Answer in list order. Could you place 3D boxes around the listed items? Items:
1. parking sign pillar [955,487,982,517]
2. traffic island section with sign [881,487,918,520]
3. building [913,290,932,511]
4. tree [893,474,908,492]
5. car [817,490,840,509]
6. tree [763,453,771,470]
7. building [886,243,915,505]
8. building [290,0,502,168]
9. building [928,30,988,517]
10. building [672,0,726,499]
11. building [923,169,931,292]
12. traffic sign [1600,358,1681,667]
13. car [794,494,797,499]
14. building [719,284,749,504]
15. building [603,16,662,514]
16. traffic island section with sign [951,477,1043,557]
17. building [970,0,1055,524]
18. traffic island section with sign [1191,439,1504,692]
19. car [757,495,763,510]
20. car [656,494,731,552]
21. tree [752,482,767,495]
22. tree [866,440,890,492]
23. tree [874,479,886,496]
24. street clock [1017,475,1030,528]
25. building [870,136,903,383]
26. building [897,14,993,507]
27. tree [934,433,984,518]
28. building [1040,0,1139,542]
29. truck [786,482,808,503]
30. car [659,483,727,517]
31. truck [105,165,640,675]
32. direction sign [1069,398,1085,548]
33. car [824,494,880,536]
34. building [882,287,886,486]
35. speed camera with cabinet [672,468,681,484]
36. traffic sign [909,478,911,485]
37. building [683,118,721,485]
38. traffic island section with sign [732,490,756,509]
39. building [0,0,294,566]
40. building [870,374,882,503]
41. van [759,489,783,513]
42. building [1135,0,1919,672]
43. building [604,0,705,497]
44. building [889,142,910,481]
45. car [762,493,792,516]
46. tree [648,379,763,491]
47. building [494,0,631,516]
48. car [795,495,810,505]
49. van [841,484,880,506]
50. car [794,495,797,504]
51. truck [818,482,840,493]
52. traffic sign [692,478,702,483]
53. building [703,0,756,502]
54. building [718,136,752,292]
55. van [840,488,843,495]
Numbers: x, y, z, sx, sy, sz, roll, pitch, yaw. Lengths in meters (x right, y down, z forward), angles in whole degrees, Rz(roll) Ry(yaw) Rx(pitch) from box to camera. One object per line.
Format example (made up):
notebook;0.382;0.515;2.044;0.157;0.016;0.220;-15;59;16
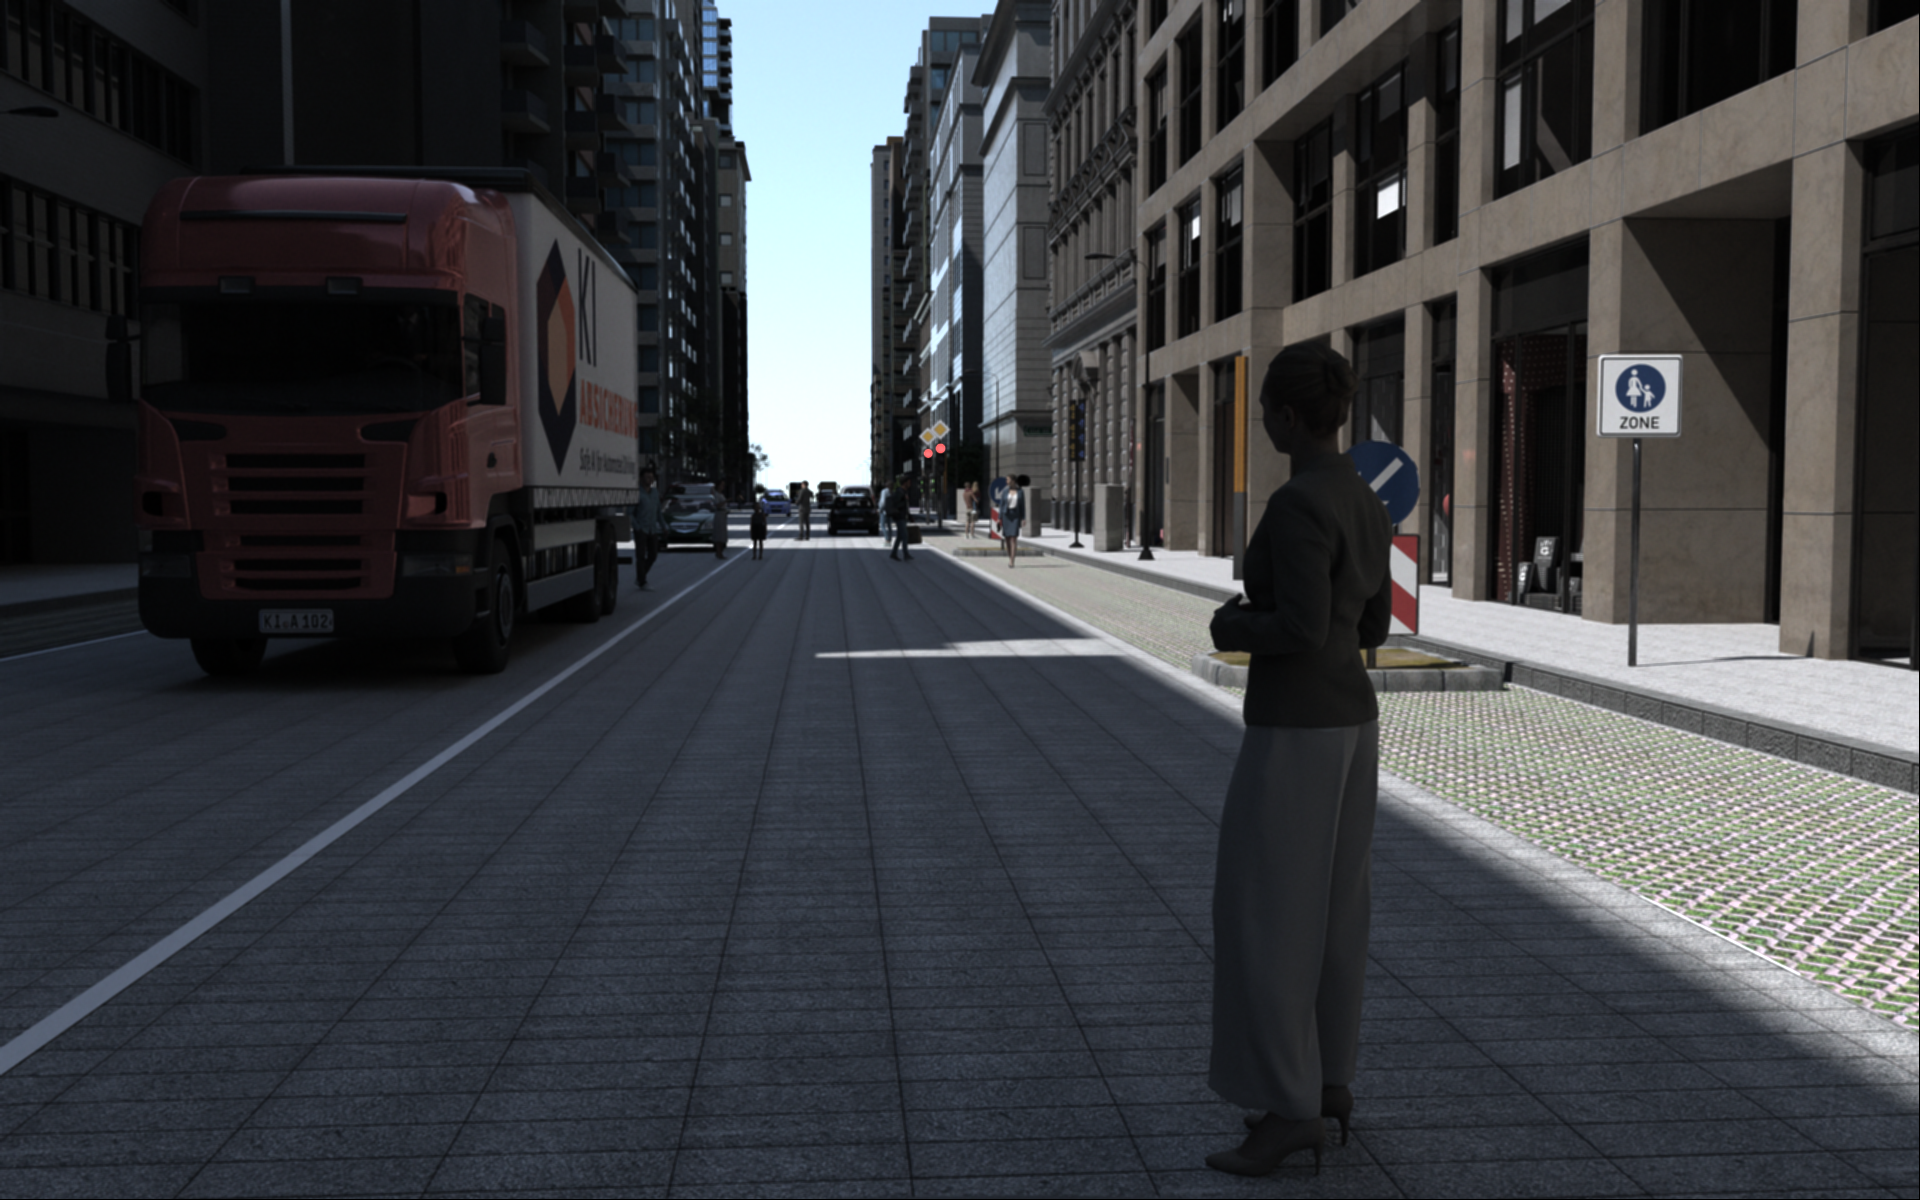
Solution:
parking sign pillar;0.473;-6.587;96.167;1.447;3.967;1.447;-2;4;-34
traffic island section with sign;-3.368;-5.315;95.531;1.989;1.847;2.006;0;4;-4
building;1.966;-16.725;138.075;10.561;19.102;19.286;0;4;-4
tree;-5.202;-9.809;154.975;1.663;3.219;1.824;0;3;0
car;-12.684;-9.718;167.565;2.281;1.827;5.304;0;4;-3
tree;-28.160;-17.496;220.474;8.767;10.594;7.601;-1;4;-16
building;-0.964;-26.267;201.171;14.160;30.474;14.107;0;4;-4
building;-23.870;-13.815;55.558;15.834;23.373;12.332;0;4;-4
building;4.358;-20.500;112.674;11.434;29.767;29.804;0;4;-4
building;-37.827;-46.557;199.452;20.563;71.187;20.611;0;4;-4
building;3.597;-23.560;156.909;14.160;30.474;14.107;0;4;-4
traffic sign;5.003;-0.654;12.823;0.606;2.300;0.079;0;4;3
car;-25.309;-16.140;273.680;2.009;1.686;4.222;0;4;-3
building;-36.407;-28.473;237.231;14.160;30.474;14.107;0;4;-4
building;-37.393;-26.096;118.551;32.217;40.220;23.993;0;4;-4
traffic island section with sign;0.824;-1.935;40.272;1.989;1.847;2.006;0;4;-4
building;23.161;-18.747;82.927;44.131;29.872;17.030;0;4;-4
traffic island section with sign;2.860;-0.290;13.363;1.989;1.847;2.006;0;4;-4
car;-17.341;-8.841;156.904;2.083;1.381;4.827;0;4;-5
car;-6.954;-2.001;44.522;2.131;1.459;4.920;0;4;-6
tree;-29.823;-16.015;256.446;1.663;3.219;1.824;0;3;0
tree;-10.515;-17.253;232.441;4.360;8.622;3.978;0;3;0
tree;-9.906;-13.477;214.950;1.663;3.219;1.824;0;3;0
street clock;2.370;-3.683;64.794;0.471;2.002;0.358;2;4;29
building;-4.397;-45.852;291.678;21.231;58.520;28.212;0;4;-4
building;5.627;-34.201;178.799;23.786;49.044;30.456;0;4;-4
tree;0.371;-6.651;92.462;4.285;4.588;4.351;0;3;0
building;8.817;-13.784;54.252;11.050;23.489;19.941;0;4;-4
truck;-26.786;-17.722;285.669;3.469;3.379;9.791;0;4;-4
car;-8.905;-2.984;57.468;2.281;1.827;5.304;0;4;-2
truck;-5.052;-1.726;17.141;2.839;4.237;11.283;0;4;-4
direction sign;2.802;-3.027;41.486;0.379;3.537;0.876;-1;4;-20
car;-3.785;-3.146;61.228;2.009;1.686;4.222;0;4;-6
building;-3.923;-28.749;241.742;14.160;30.474;14.107;0;4;-4
speed camera with cabinet;-21.170;-8.477;132.940;0.660;3.252;2.038;3;5;42
traffic sign;-4.061;-8.001;130.920;0.768;2.556;0.104;0;4;0
building;-32.926;-30.567;183.372;14.154;41.232;14.086;0;4;-4
traffic island section with sign;-21.424;-9.911;170.673;1.989;1.847;2.006;0;4;-4
building;-20.329;-12.455;22.711;14.314;24.678;30.058;0;4;-4
building;0.519;-25.661;264.596;27.650;21.520;28.899;0;4;-4
van;-14.519;-7.791;134.388;2.013;2.044;4.112;0;4;-2
building;15.264;-13.577;26.505;19.350;26.468;34.151;0;4;-4
building;-36.330;-33.065;160.227;23.786;49.044;30.456;0;4;-4
building;-1.648;-34.600;215.827;14.600;45.320;14.200;0;4;-4
car;-11.841;-6.285;112.342;1.945;1.707;3.694;0;4;-4
tree;-21.850;-12.677;141.677;8.767;10.594;7.601;1;4;14
building;-28.184;-26.301;84.644;22.147;44.769;28.867;0;4;-4
car;-20.148;-13.023;222.714;2.009;1.686;4.222;0;4;-3
van;-4.504;-4.244;76.402;2.013;2.044;4.112;0;4;-3
car;-22.256;-14.303;242.656;1.959;1.807;4.718;0;4;-3
truck;-20.349;-16.613;267.548;3.469;3.379;9.791;0;4;-3
traffic sign;-20.347;-8.200;134.180;0.768;2.556;0.104;0;4;3
building;-44.934;-59.509;285.635;22.319;86.520;31.000;0;4;-4
building;-45.716;-40.862;257.330;28.713;52.752;27.495;0;4;-4
van;-6.587;-6.017;105.384;2.013;2.044;4.112;0;4;-3
